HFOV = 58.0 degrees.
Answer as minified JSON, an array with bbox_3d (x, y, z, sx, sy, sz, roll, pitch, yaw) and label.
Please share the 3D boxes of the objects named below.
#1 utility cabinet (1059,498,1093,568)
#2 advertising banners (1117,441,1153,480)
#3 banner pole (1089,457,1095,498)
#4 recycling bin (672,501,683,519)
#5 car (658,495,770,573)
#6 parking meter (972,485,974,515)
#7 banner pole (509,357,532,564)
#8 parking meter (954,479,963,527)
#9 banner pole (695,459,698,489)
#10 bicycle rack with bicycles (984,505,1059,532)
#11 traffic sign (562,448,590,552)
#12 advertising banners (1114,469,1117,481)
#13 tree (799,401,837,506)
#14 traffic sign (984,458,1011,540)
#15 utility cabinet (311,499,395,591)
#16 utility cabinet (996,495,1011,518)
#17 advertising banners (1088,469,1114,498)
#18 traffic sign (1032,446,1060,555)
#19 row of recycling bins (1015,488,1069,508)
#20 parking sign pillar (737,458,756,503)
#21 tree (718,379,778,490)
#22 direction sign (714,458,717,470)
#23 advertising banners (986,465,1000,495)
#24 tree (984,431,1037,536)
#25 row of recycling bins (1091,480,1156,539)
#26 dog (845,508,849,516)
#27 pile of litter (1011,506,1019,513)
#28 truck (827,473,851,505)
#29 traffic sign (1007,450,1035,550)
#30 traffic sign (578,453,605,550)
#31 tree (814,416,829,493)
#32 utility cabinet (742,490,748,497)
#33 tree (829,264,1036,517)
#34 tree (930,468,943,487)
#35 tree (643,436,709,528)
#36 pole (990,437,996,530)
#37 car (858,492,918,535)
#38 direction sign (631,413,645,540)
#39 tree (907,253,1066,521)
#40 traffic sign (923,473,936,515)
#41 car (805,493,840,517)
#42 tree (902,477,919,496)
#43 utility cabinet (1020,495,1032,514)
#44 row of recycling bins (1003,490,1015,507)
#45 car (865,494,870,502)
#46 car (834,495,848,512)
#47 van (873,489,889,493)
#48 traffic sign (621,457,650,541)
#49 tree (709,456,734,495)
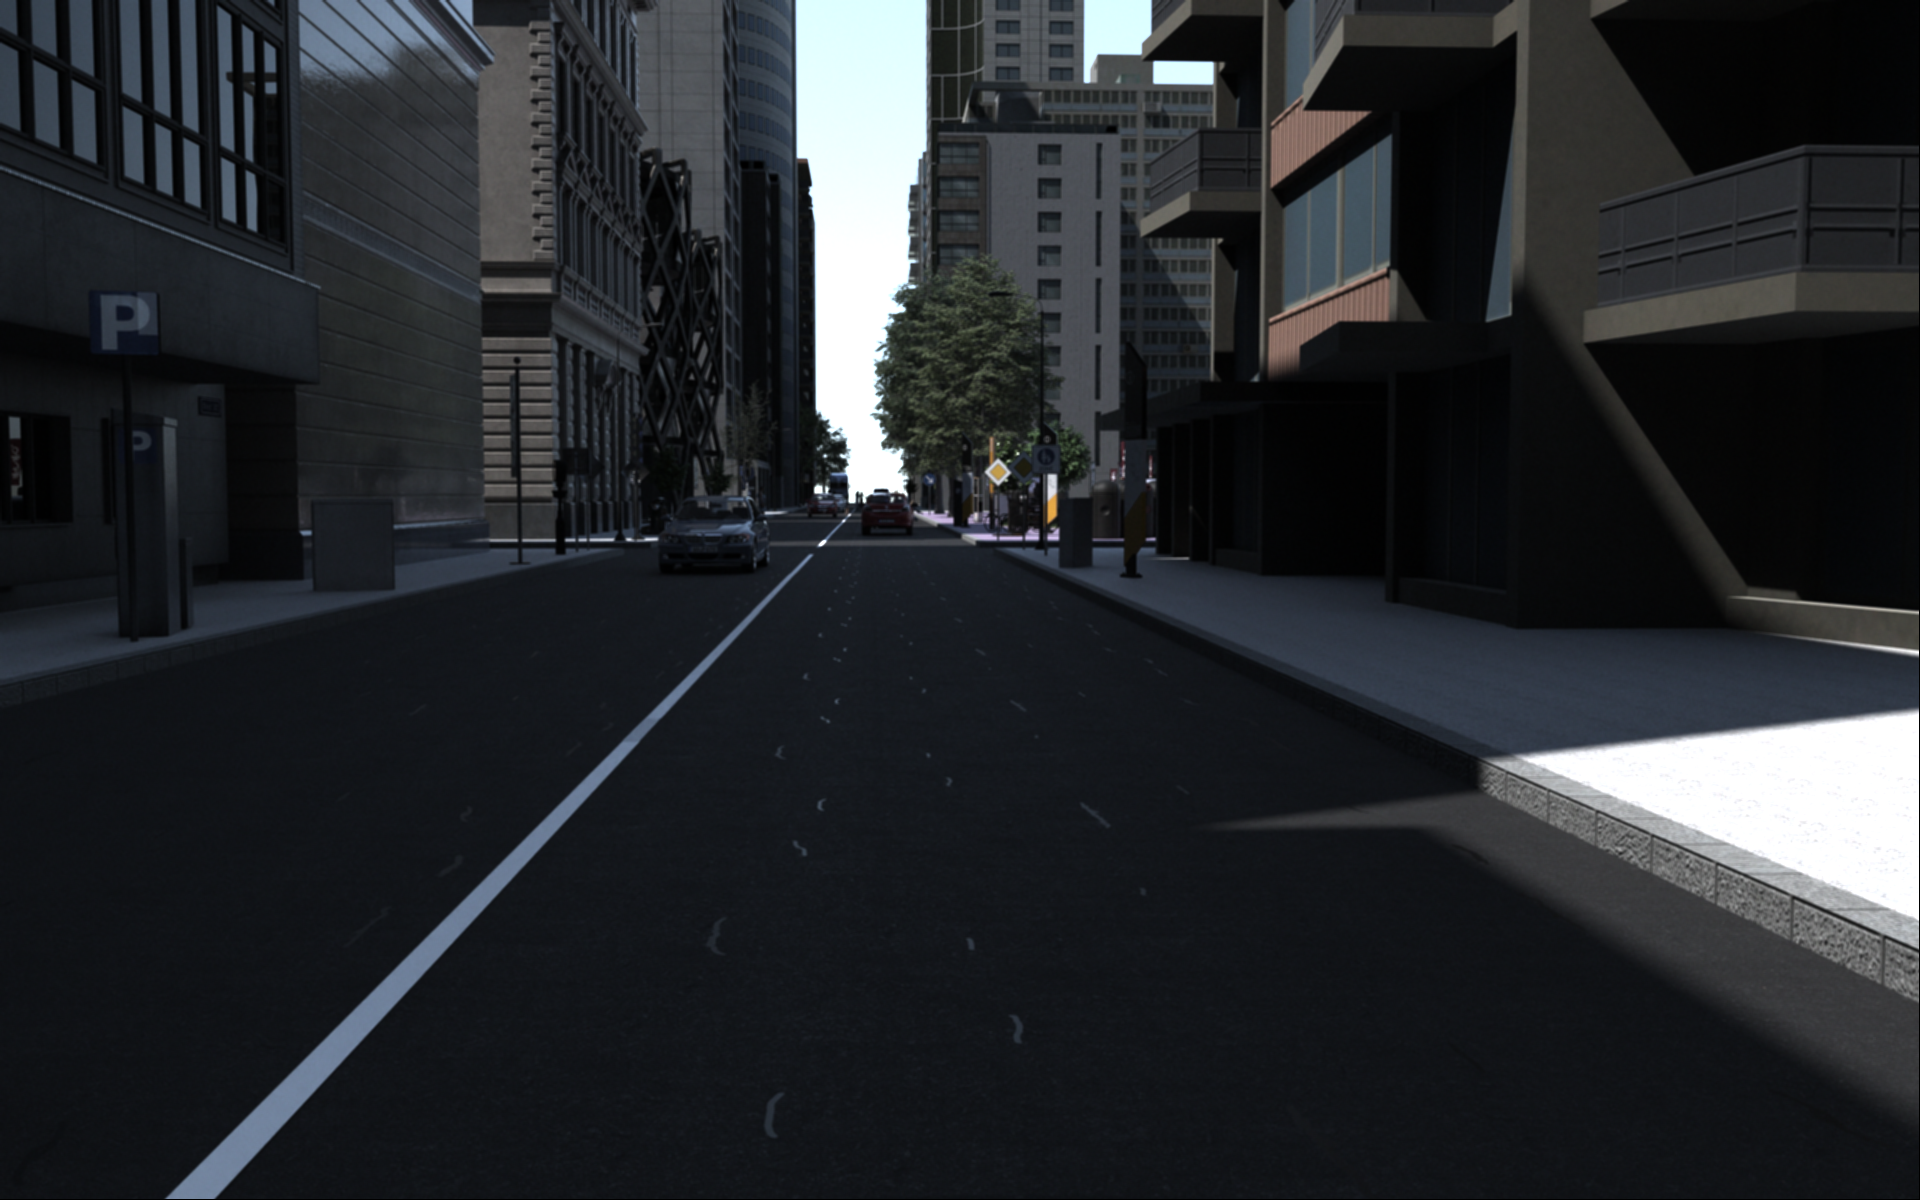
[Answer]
[{"bbox_3d":[2.043,-1.187,30.577,0.306,1.237,1.020,1,4,23],"label":"utility cabinet"},{"bbox_3d":[5.769,-3.665,56.117,0.090,3.025,2.074,-2,4,-28],"label":"advertising banners"},{"bbox_3d":[8.881,-7.751,116.740,0.401,3.779,0.863,3,5,41],"label":"banner pole"},{"bbox_3d":[-13.947,-4.506,86.223,0.722,1.027,0.722,-1,4,-17],"label":"recycling bin"},{"bbox_3d":[-4.636,-1.289,33.072,2.014,1.417,4.499,0,4,-1],"label":"car"},{"bbox_3d":[0.942,-6.148,106.225,0.255,1.863,0.399,2,4,30],"label":"parking meter"},{"bbox_3d":[-8.176,-2.561,31.886,0.401,3.779,0.863,-2,4,-27],"label":"banner pole"},{"bbox_3d":[-0.052,-3.831,68.354,0.399,1.863,0.255,0,4,1],"label":"parking meter"},{"bbox_3d":[-16.553,-7.216,108.004,0.401,3.779,0.863,-3,5,-39],"label":"banner pole"},{"bbox_3d":[2.242,-2.733,58.069,2.925,0.926,2.852,-1,4,-13],"label":"bicycle rack with bicycles"},{"bbox_3d":[-8.482,-2.212,38.304,0.606,2.300,0.079,0,4,-3],"label":"traffic sign"},{"bbox_3d":[9.592,-6.079,95.585,2.074,3.025,0.090,-2,4,-25],"label":"advertising banners"},{"bbox_3d":[-17.643,-16.319,192.578,9.928,11.665,9.643,0,3,0],"label":"tree"},{"bbox_3d":[1.052,-2.704,47.854,0.795,2.450,0.064,0,4,-3],"label":"traffic sign"},{"bbox_3d":[-8.092,-0.730,23.092,1.020,1.237,0.306,-1,4,-23],"label":"utility cabinet"},{"bbox_3d":[2.226,-4.917,91.548,1.020,1.237,0.306,-3,4,-38],"label":"utility cabinet"},{"bbox_3d":[9.897,-7.570,119.957,2.074,3.025,0.090,1,4,16],"label":"advertising banners"},{"bbox_3d":[1.792,-2.076,36.079,0.606,2.300,0.079,0,4,4],"label":"traffic sign"},{"bbox_3d":[5.510,-6.425,112.158,3.534,1.692,1.069,2,4,35],"label":"row of recycling bins"},{"bbox_3d":[-14.639,-7.983,118.989,1.447,3.967,1.447,-3,5,-44],"label":"parking sign pillar"},{"bbox_3d":[-13.788,-9.881,111.909,4.360,8.622,3.978,0,3,0],"label":"tree"},{"bbox_3d":[-15.221,-7.108,108.215,0.379,3.537,0.876,-2,4,-27],"label":"direction sign"},{"bbox_3d":[1.972,-6.615,104.350,0.090,3.025,2.074,2,4,26],"label":"advertising banners"},{"bbox_3d":[1.396,-3.568,52.933,1.663,3.219,1.824,0,3,0],"label":"tree"},{"bbox_3d":[4.978,-2.665,50.681,1.069,1.692,3.534,3,4,39],"label":"row of recycling bins"},{"bbox_3d":[-7.394,-5.754,113.365,0.540,0.507,0.406,2,4,29],"label":"dog"},{"bbox_3d":[2.918,-5.165,98.406,1.176,0.858,1.719,0,4,4],"label":"pile of litter"},{"bbox_3d":[-15.840,-14.480,226.511,2.967,4.110,18.799,0,4,-4],"label":"truck"},{"bbox_3d":[1.468,-2.216,39.879,0.795,2.450,0.064,0,4,-3],"label":"traffic sign"},{"bbox_3d":[-8.463,-2.186,39.383,0.795,2.450,0.064,0,4,-3],"label":"traffic sign"},{"bbox_3d":[-21.974,-22.815,279.677,9.857,13.997,8.962,0,3,0],"label":"tree"},{"bbox_3d":[-11.557,-5.156,92.986,0.318,1.500,1.173,0,4,-5],"label":"utility cabinet"},{"bbox_3d":[-0.395,-11.521,95.017,9.857,13.997,8.962,0,3,0],"label":"tree"},{"bbox_3d":[-1.387,-10.787,126.727,4.737,8.622,4.395,0,3,0],"label":"tree"},{"bbox_3d":[-9.726,-3.875,57.962,1.663,3.219,1.824,0,3,0],"label":"tree"},{"bbox_3d":[1.168,-4.171,62.046,0.158,3.312,0.155,0,3,0],"label":"pole"},{"bbox_3d":[-2.565,-3.220,61.694,2.155,1.783,4.494,0,4,-1],"label":"car"},{"bbox_3d":[-9.041,-3.459,48.549,0.379,3.537,0.876,1,4,9],"label":"direction sign"},{"bbox_3d":[1.289,-10.039,82.270,7.486,12.596,7.792,0,3,0],"label":"tree"},{"bbox_3d":[-1.858,-6.450,105.560,0.768,2.556,0.104,0,4,0],"label":"traffic sign"},{"bbox_3d":[-8.548,-6.026,107.561,2.155,1.783,4.494,0,4,-5],"label":"car"},{"bbox_3d":[-4.900,-10.817,171.463,1.663,3.219,1.824,0,3,0],"label":"tree"},{"bbox_3d":[3.145,-4.067,77.655,1.020,1.237,0.306,3,5,43],"label":"utility cabinet"},{"bbox_3d":[3.995,-7.024,121.954,1.069,1.692,3.534,-2,4,-24],"label":"row of recycling bins"},{"bbox_3d":[-12.463,-14.367,246.700,2.131,1.459,4.920,0,4,-1],"label":"car"},{"bbox_3d":[-10.092,-7.791,139.743,2.083,1.381,4.827,0,4,-2],"label":"car"},{"bbox_3d":[-8.727,-11.523,192.776,2.240,2.365,5.245,0,4,-1],"label":"van"},{"bbox_3d":[-8.880,-2.674,47.358,0.795,2.450,0.064,0,4,-3],"label":"traffic sign"},{"bbox_3d":[-12.101,-5.676,87.408,1.663,3.219,1.824,0,3,0],"label":"tree"}]
